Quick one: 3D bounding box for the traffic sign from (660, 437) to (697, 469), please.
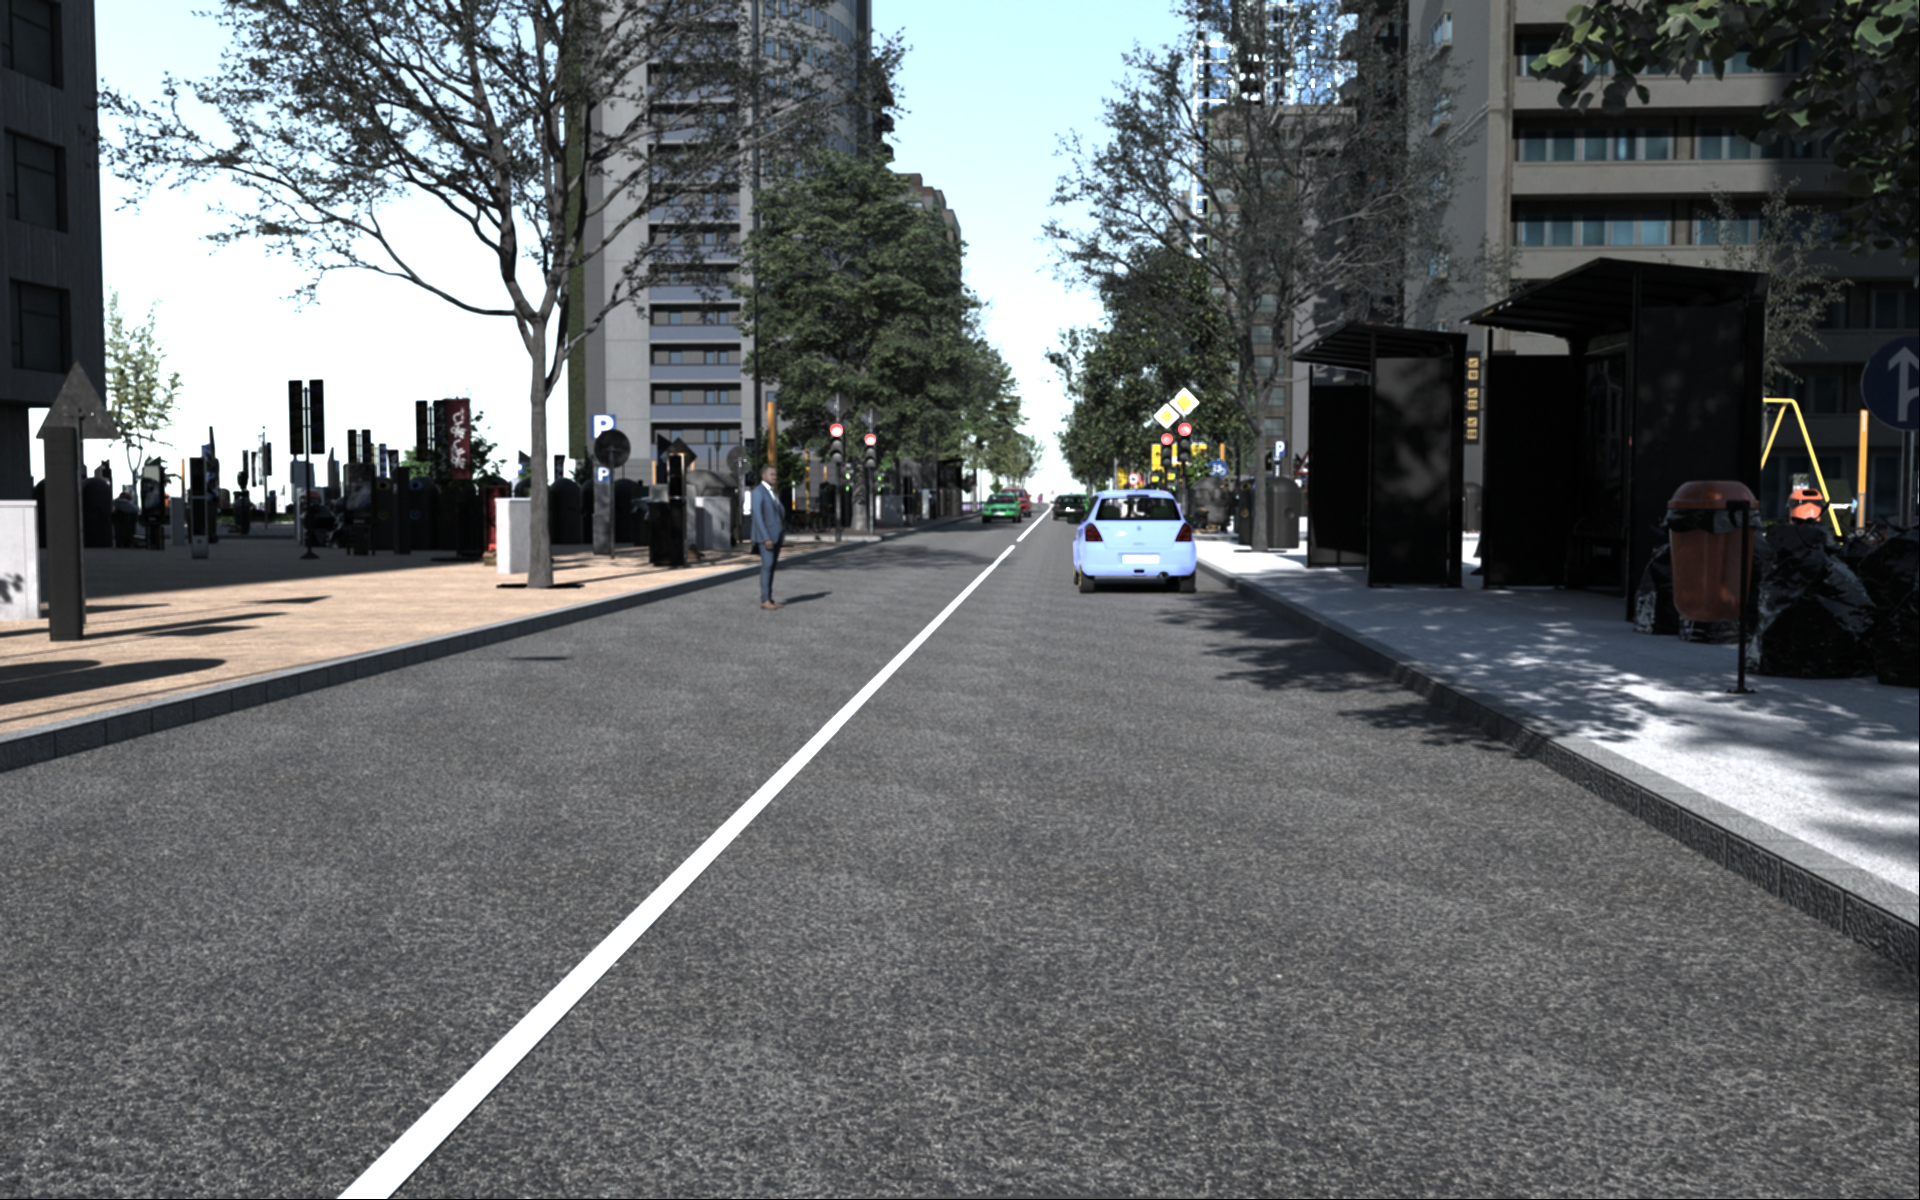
[{"bbox_3d":[-5.723,-2.081,35.216,0.795,2.450,0.064,1,4,9],"label":"traffic sign"}]

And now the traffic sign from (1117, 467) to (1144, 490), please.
[{"bbox_3d":[12.789,-8.212,128.138,2.265,3.308,0.079,0,4,6],"label":"traffic sign"}]

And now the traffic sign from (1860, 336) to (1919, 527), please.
[{"bbox_3d":[7.672,-0.852,14.040,0.768,2.556,0.104,1,4,10],"label":"traffic sign"}]

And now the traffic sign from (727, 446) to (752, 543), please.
[{"bbox_3d":[-5.761,-2.774,45.465,0.768,2.556,0.104,1,4,9],"label":"traffic sign"}]

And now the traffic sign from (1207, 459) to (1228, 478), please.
[{"bbox_3d":[9.256,-3.811,62.418,0.768,2.556,0.104,1,4,12],"label":"traffic sign"}]

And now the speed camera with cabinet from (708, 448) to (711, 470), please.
[{"bbox_3d":[-11.358,-4.874,74.028,2.038,3.252,0.660,2,4,30],"label":"speed camera with cabinet"}]

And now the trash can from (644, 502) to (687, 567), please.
[{"bbox_3d":[-5.216,-1.167,30.742,0.748,1.137,0.748,0,3,0],"label":"trash can"}]

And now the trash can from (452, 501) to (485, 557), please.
[{"bbox_3d":[-9.873,-1.428,35.007,0.748,1.137,0.748,0,3,0],"label":"trash can"}]

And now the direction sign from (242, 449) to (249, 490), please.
[{"bbox_3d":[-36.203,-5.862,87.833,0.379,3.537,0.876,-3,5,-40],"label":"direction sign"}]

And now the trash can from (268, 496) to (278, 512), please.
[{"bbox_3d":[-42.746,-5.862,107.491,0.748,1.137,0.748,0,3,0],"label":"trash can"}]

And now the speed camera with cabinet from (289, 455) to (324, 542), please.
[{"bbox_3d":[-17.804,-3.234,47.213,0.660,3.252,2.038,-2,4,-29],"label":"speed camera with cabinet"}]

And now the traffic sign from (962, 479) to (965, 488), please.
[{"bbox_3d":[0.066,-7.244,120.560,0.606,2.300,0.079,0,4,4],"label":"traffic sign"}]

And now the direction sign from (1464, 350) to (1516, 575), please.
[{"bbox_3d":[8.305,-2.166,27.405,0.876,3.537,0.379,1,4,10],"label":"direction sign"}]

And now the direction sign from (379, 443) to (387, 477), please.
[{"bbox_3d":[-25.894,-5.197,76.974,0.876,3.537,0.379,-3,4,-36],"label":"direction sign"}]

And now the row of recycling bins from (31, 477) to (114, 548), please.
[{"bbox_3d":[-22.219,-2.115,41.697,3.534,1.692,1.069,0,4,-2],"label":"row of recycling bins"}]

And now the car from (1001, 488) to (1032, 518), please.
[{"bbox_3d":[3.318,-6.024,107.163,2.281,1.827,5.304,0,4,5],"label":"car"}]

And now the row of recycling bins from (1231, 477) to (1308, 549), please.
[{"bbox_3d":[7.543,-2.145,42.180,1.069,1.692,3.534,0,4,-2],"label":"row of recycling bins"}]

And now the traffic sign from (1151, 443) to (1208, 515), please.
[{"bbox_3d":[8.829,-4.646,69.838,2.265,3.308,0.079,1,4,8],"label":"traffic sign"}]

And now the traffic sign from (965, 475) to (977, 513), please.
[{"bbox_3d":[0.720,-7.052,115.405,0.768,2.556,0.104,0,4,6],"label":"traffic sign"}]

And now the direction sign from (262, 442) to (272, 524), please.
[{"bbox_3d":[-30.033,-5.076,74.989,0.379,3.537,0.876,1,4,11],"label":"direction sign"}]

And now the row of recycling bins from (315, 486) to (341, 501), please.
[{"bbox_3d":[-46.649,-7.278,126.102,3.534,1.692,1.069,1,4,12],"label":"row of recycling bins"}]

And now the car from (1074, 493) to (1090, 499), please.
[{"bbox_3d":[9.647,-8.144,142.198,2.155,1.783,4.494,0,4,2],"label":"car"}]

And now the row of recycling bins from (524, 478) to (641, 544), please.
[{"bbox_3d":[-9.814,-2.305,44.793,3.534,1.692,1.069,-3,5,-43],"label":"row of recycling bins"}]

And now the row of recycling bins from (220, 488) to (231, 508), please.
[{"bbox_3d":[-51.022,-6.880,119.598,1.069,1.692,3.534,-2,4,-31],"label":"row of recycling bins"}]

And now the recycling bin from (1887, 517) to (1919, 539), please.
[{"bbox_3d":[10.833,-0.408,19.221,0.722,1.027,0.722,-1,4,-16],"label":"recycling bin"}]

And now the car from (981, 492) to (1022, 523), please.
[{"bbox_3d":[2.085,-4.733,86.188,1.959,1.807,4.718,0,4,5],"label":"car"}]

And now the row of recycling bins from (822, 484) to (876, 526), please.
[{"bbox_3d":[-4.499,-3.872,70.424,1.069,1.692,3.534,-2,4,-32],"label":"row of recycling bins"}]

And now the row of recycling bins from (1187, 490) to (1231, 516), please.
[{"bbox_3d":[15.177,-5.844,102.667,3.534,1.692,1.069,0,4,-6],"label":"row of recycling bins"}]

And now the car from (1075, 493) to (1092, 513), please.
[{"bbox_3d":[7.534,-6.269,111.302,1.959,1.807,4.718,0,4,4],"label":"car"}]

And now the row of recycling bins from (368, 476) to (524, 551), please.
[{"bbox_3d":[-11.972,-1.996,39.744,3.534,1.692,1.069,0,4,6],"label":"row of recycling bins"}]

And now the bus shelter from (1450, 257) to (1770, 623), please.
[{"bbox_3d":[7.387,-1.773,20.271,1.731,3.624,6.357,0,4,3],"label":"bus shelter"}]

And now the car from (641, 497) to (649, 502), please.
[{"bbox_3d":[-8.971,-2.310,50.123,4.827,1.381,2.083,0,4,4],"label":"car"}]

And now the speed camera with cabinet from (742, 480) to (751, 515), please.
[{"bbox_3d":[-13.413,-6.963,108.182,2.038,3.252,0.660,-3,5,-43],"label":"speed camera with cabinet"}]

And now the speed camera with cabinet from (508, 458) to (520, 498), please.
[{"bbox_3d":[-24.641,-6.155,94.971,0.660,3.252,2.038,-2,4,-35],"label":"speed camera with cabinet"}]

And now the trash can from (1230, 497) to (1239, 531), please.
[{"bbox_3d":[9.375,-2.798,57.402,0.748,1.137,0.748,0,3,0],"label":"trash can"}]

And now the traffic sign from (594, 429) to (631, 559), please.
[{"bbox_3d":[-6.831,-2.072,33.987,0.768,2.556,0.104,1,4,13],"label":"traffic sign"}]

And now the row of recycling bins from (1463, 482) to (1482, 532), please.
[{"bbox_3d":[17.524,-3.281,60.765,1.069,1.692,3.534,0,4,-1],"label":"row of recycling bins"}]

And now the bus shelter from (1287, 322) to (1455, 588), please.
[{"bbox_3d":[6.302,-2.168,26.732,1.731,3.624,6.357,0,4,3],"label":"bus shelter"}]

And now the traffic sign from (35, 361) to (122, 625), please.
[{"bbox_3d":[-8.601,-1.034,16.904,0.884,2.594,0.081,0,4,5],"label":"traffic sign"}]

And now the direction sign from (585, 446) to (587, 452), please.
[{"bbox_3d":[-17.646,-5.495,81.833,0.379,3.537,0.876,0,4,-6],"label":"direction sign"}]

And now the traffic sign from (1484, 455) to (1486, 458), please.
[{"bbox_3d":[8.230,-1.573,25.719,0.884,2.594,0.081,1,4,13],"label":"traffic sign"}]

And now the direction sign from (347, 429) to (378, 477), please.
[{"bbox_3d":[-20.940,-4.187,60.454,0.876,3.537,0.379,1,4,10],"label":"direction sign"}]

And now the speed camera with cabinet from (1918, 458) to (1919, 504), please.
[{"bbox_3d":[23.765,-2.911,41.935,0.660,3.252,2.038,3,5,42],"label":"speed camera with cabinet"}]

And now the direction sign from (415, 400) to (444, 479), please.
[{"bbox_3d":[-12.737,-3.043,41.755,0.876,3.537,0.379,1,4,22],"label":"direction sign"}]

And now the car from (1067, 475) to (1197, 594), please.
[{"bbox_3d":[2.597,-1.020,26.270,1.945,1.707,3.694,0,4,2],"label":"car"}]

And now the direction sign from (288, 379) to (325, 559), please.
[{"bbox_3d":[-12.925,-2.589,34.322,0.876,3.537,0.379,1,4,23],"label":"direction sign"}]

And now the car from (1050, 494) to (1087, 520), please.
[{"bbox_3d":[5.985,-5.234,95.355,2.009,1.686,4.222,0,4,2],"label":"car"}]

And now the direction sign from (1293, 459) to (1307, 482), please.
[{"bbox_3d":[21.972,-7.343,112.050,0.876,3.537,0.379,1,4,13],"label":"direction sign"}]

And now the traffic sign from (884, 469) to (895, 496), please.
[{"bbox_3d":[-3.470,-5.318,87.059,0.768,2.556,0.104,0,4,8],"label":"traffic sign"}]

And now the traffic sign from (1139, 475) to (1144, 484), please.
[{"bbox_3d":[10.435,-5.930,97.055,0.768,2.556,0.104,0,4,5],"label":"traffic sign"}]

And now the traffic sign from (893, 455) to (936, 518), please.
[{"bbox_3d":[-2.384,-5.948,91.129,2.265,3.308,0.079,0,4,5],"label":"traffic sign"}]

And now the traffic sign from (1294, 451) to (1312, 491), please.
[{"bbox_3d":[9.382,-2.837,46.382,0.884,2.594,0.081,0,4,5],"label":"traffic sign"}]

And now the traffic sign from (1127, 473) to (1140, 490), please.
[{"bbox_3d":[10.337,-6.312,103.301,0.768,2.556,0.104,1,4,9],"label":"traffic sign"}]

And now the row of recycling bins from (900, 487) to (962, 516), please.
[{"bbox_3d":[-1.588,-5.753,101.179,3.534,1.692,1.069,1,4,10],"label":"row of recycling bins"}]

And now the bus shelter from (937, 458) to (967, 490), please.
[{"bbox_3d":[-0.551,-7.605,115.617,1.731,3.624,6.357,0,4,4],"label":"bus shelter"}]

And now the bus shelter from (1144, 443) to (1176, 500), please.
[{"bbox_3d":[12.267,-7.689,103.345,2.179,5.291,8.768,0,4,3],"label":"bus shelter"}]
